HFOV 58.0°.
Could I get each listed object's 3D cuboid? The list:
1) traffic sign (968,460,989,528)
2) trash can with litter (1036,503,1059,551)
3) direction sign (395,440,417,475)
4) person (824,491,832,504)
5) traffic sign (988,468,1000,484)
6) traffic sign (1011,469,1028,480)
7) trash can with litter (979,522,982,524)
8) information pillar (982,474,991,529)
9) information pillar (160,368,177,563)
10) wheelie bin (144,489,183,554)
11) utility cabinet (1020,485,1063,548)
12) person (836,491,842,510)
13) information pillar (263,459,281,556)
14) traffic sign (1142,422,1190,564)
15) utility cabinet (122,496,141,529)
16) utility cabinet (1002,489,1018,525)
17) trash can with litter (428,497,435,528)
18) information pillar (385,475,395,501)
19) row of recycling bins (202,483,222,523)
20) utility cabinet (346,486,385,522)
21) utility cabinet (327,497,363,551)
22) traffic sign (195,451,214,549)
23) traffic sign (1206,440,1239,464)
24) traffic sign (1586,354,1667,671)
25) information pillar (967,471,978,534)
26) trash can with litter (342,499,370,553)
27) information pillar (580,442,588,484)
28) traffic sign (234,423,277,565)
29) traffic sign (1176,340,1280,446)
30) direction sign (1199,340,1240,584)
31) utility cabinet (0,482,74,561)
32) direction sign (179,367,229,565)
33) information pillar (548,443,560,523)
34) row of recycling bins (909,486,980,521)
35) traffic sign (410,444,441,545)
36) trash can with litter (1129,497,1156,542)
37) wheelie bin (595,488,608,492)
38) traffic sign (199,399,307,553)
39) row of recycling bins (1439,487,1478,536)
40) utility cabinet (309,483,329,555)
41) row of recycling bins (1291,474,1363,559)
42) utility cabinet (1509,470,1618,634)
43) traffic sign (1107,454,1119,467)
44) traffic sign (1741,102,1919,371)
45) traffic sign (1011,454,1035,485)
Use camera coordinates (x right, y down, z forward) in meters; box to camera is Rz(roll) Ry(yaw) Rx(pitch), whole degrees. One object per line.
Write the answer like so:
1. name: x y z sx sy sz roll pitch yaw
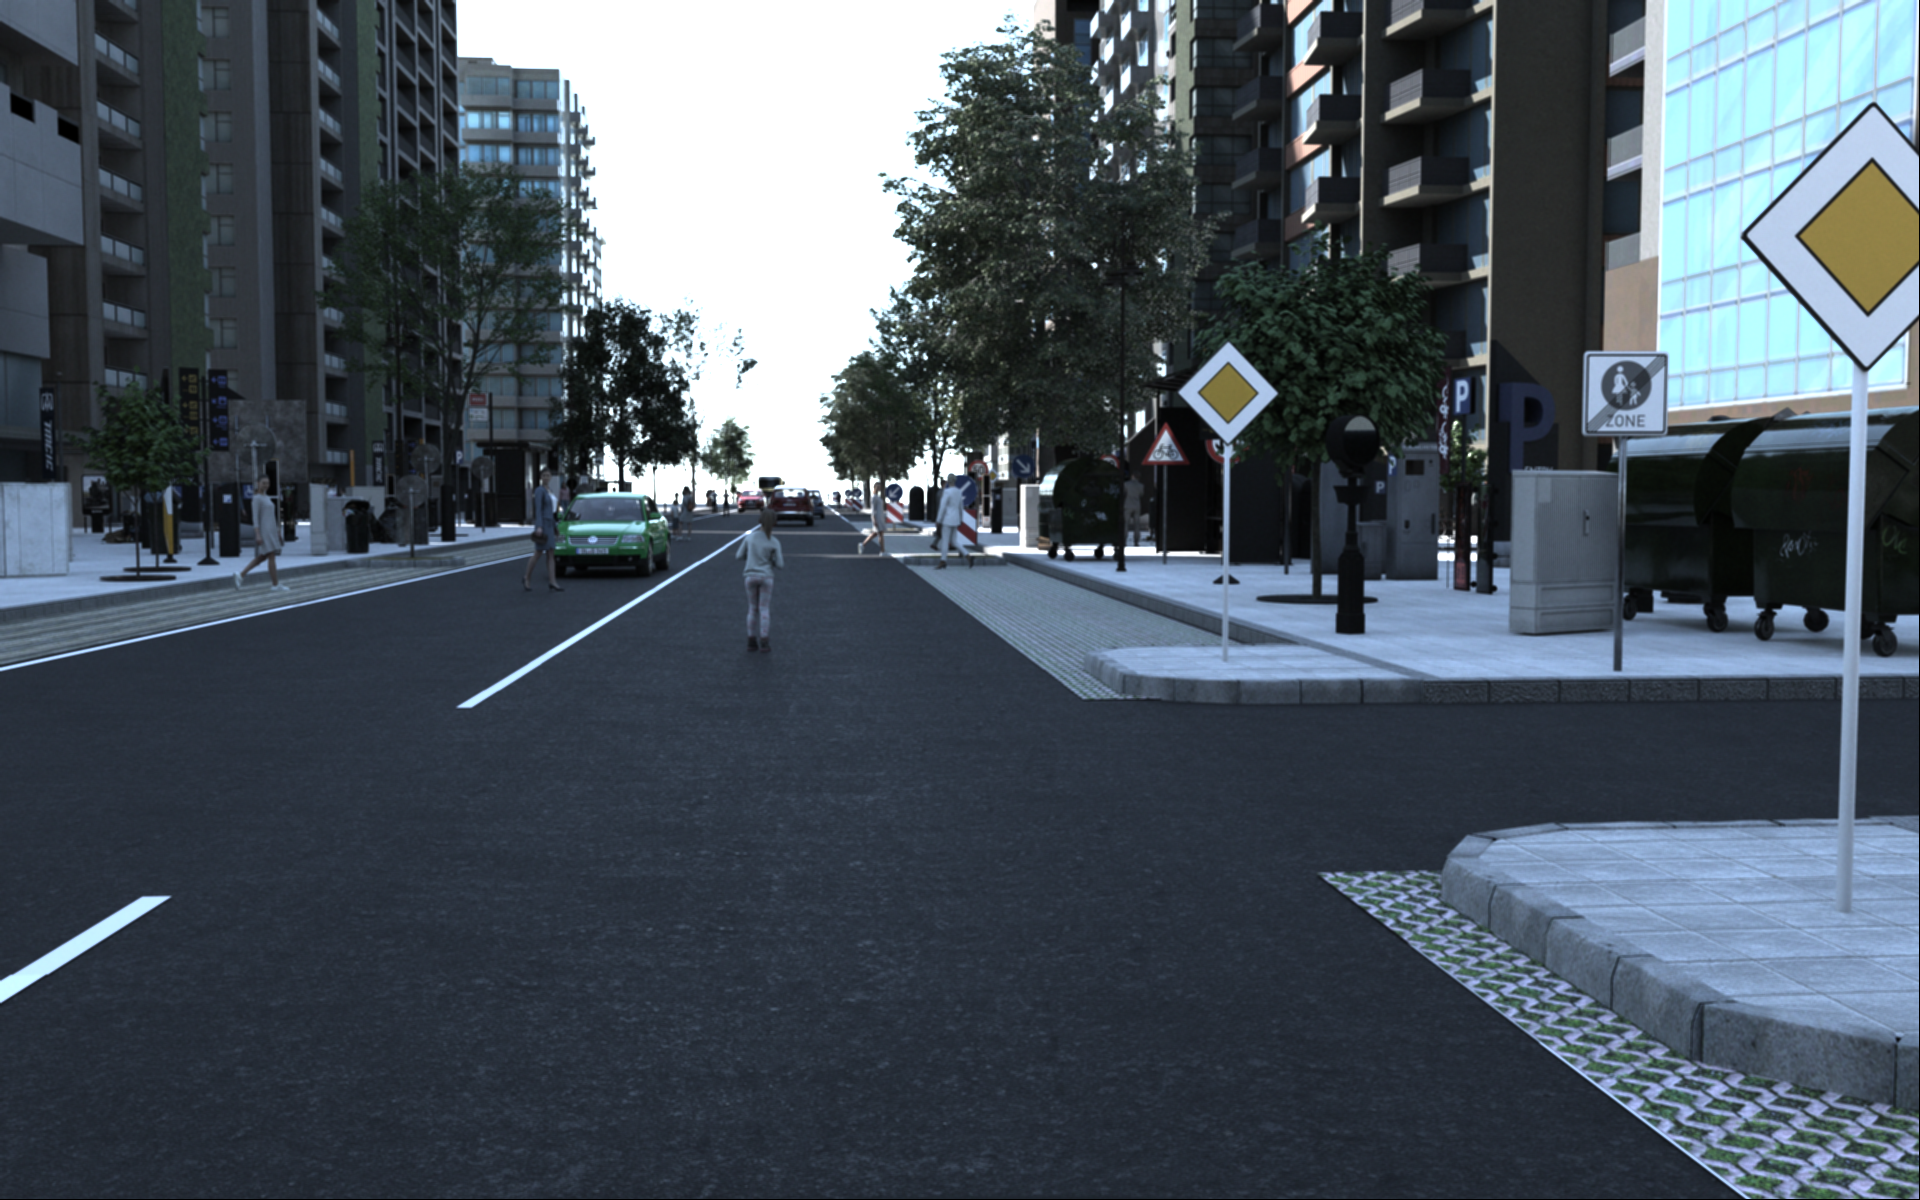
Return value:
1. traffic sign: 0.690 -3.954 64.750 0.768 2.556 0.104 0 4 -1
2. trash can with litter: 2.065 -1.720 39.512 0.624 1.170 1.055 0 4 8
3. direction sign: -23.198 -4.927 72.545 0.876 3.537 0.379 0 4 1
4. person: -18.462 -14.330 242.782 1.348 1.826 0.705 -2 4 -25
5. traffic sign: 1.645 -5.323 86.764 0.795 2.593 0.064 0 3 0
6. traffic sign: 2.300 -3.956 64.782 0.768 2.556 0.104 0 4 -3
7. trash can with litter: 0.207 -4.237 80.329 2.233 1.210 1.678 3 5 45
8. information pillar: 0.984 -3.663 64.374 0.304 2.012 0.304 0 4 -2
9. information pillar: -14.815 -2.507 32.342 0.183 3.616 0.504 -2 4 -34
10. wheelie bin: -17.008 -1.779 36.990 0.693 1.594 0.980 -1 4 -17
11. utility cabinet: 2.019 -1.968 40.848 1.173 1.500 0.318 -1 4 -23
12. person: -10.588 -8.705 151.746 0.541 1.710 0.530 -1 4 -22
13. information pillar: -14.380 -1.940 36.210 0.304 2.012 0.304 -1 4 -20
14. traffic sign: 3.731 -1.927 31.507 0.884 2.594 0.081 0 4 -4
15. utility cabinet: -23.928 -2.379 50.062 0.306 1.237 1.020 -3 4 -37
16. utility cabinet: 2.039 -3.749 69.981 1.173 1.500 0.318 3 5 40
17. trash can with litter: -20.447 -3.319 65.654 1.055 1.170 0.624 -1 4 -18
18. information pillar: -21.432 -3.712 65.189 0.304 2.012 0.304 -2 4 -28
19. row of recycling bins: -27.177 -3.382 62.401 1.069 1.692 3.534 1 4 19
20. utility cabinet: -17.441 -2.576 50.796 0.318 1.500 1.173 2 4 31
21. utility cabinet: -14.028 -1.709 39.105 1.020 1.237 0.306 -1 4 -9
22. traffic sign: -17.611 -2.484 40.720 0.768 2.556 0.104 0 4 0
23. traffic sign: 4.585 -1.812 29.725 0.768 2.556 0.104 0 4 -1
24. traffic sign: 4.771 -0.634 12.496 0.606 2.300 0.079 0 4 -1
25. information pillar: 0.405 -3.130 55.671 0.304 2.012 0.304 1 4 10
26. trash can with litter: -13.217 -1.611 37.730 0.624 1.170 1.055 -2 4 -29
27. information pillar: -16.976 -5.310 78.170 0.183 3.616 0.504 1 4 21
28. traffic sign: -12.648 -1.895 31.095 0.768 2.556 0.104 0 4 2
29. traffic sign: 2.053 -0.673 13.188 0.795 2.593 0.064 0 4 -5
30. direction sign: 3.820 -2.002 24.725 0.876 3.537 0.379 2 4 33
31. utility cabinet: -17.471 -1.474 32.784 1.173 1.500 0.318 -1 4 -19
32. direction sign: -13.645 -2.406 31.337 0.379 3.537 0.876 3 5 41
33. information pillar: -18.287 -5.299 78.000 0.504 3.616 0.183 -1 4 -11
34. row of recycling bins: -0.766 -4.677 83.575 3.534 1.692 1.069 1 4 12
35. traffic sign: -13.529 -2.678 43.888 0.768 2.556 0.104 0 4 -4
36. trash can with litter: 5.247 -2.206 47.127 1.678 1.210 2.233 0 4 -6
37. wheelie bin: -17.687 -4.755 85.653 0.980 1.594 0.693 -3 5 -41
38. traffic sign: -15.256 -2.660 37.371 2.265 3.308 0.079 0 4 -4
39. row of recycling bins: 15.378 -2.847 53.657 3.534 1.692 1.069 0 4 7
40. utility cabinet: -13.466 -1.697 36.426 0.318 1.500 1.173 -1 4 -17
41. row of recycling bins: 7.478 -1.639 33.907 1.069 1.692 3.534 -2 4 -33
42. utility cabinet: 5.605 -0.448 16.005 1.173 1.500 0.318 -2 4 -33
43. traffic sign: 4.643 -3.319 54.364 0.768 2.556 0.104 0 4 -3
44. traffic sign: 2.738 -0.186 5.232 0.795 2.593 0.064 0 4 -5
45. traffic sign: 2.031 -3.394 55.599 0.768 2.556 0.104 0 4 3
